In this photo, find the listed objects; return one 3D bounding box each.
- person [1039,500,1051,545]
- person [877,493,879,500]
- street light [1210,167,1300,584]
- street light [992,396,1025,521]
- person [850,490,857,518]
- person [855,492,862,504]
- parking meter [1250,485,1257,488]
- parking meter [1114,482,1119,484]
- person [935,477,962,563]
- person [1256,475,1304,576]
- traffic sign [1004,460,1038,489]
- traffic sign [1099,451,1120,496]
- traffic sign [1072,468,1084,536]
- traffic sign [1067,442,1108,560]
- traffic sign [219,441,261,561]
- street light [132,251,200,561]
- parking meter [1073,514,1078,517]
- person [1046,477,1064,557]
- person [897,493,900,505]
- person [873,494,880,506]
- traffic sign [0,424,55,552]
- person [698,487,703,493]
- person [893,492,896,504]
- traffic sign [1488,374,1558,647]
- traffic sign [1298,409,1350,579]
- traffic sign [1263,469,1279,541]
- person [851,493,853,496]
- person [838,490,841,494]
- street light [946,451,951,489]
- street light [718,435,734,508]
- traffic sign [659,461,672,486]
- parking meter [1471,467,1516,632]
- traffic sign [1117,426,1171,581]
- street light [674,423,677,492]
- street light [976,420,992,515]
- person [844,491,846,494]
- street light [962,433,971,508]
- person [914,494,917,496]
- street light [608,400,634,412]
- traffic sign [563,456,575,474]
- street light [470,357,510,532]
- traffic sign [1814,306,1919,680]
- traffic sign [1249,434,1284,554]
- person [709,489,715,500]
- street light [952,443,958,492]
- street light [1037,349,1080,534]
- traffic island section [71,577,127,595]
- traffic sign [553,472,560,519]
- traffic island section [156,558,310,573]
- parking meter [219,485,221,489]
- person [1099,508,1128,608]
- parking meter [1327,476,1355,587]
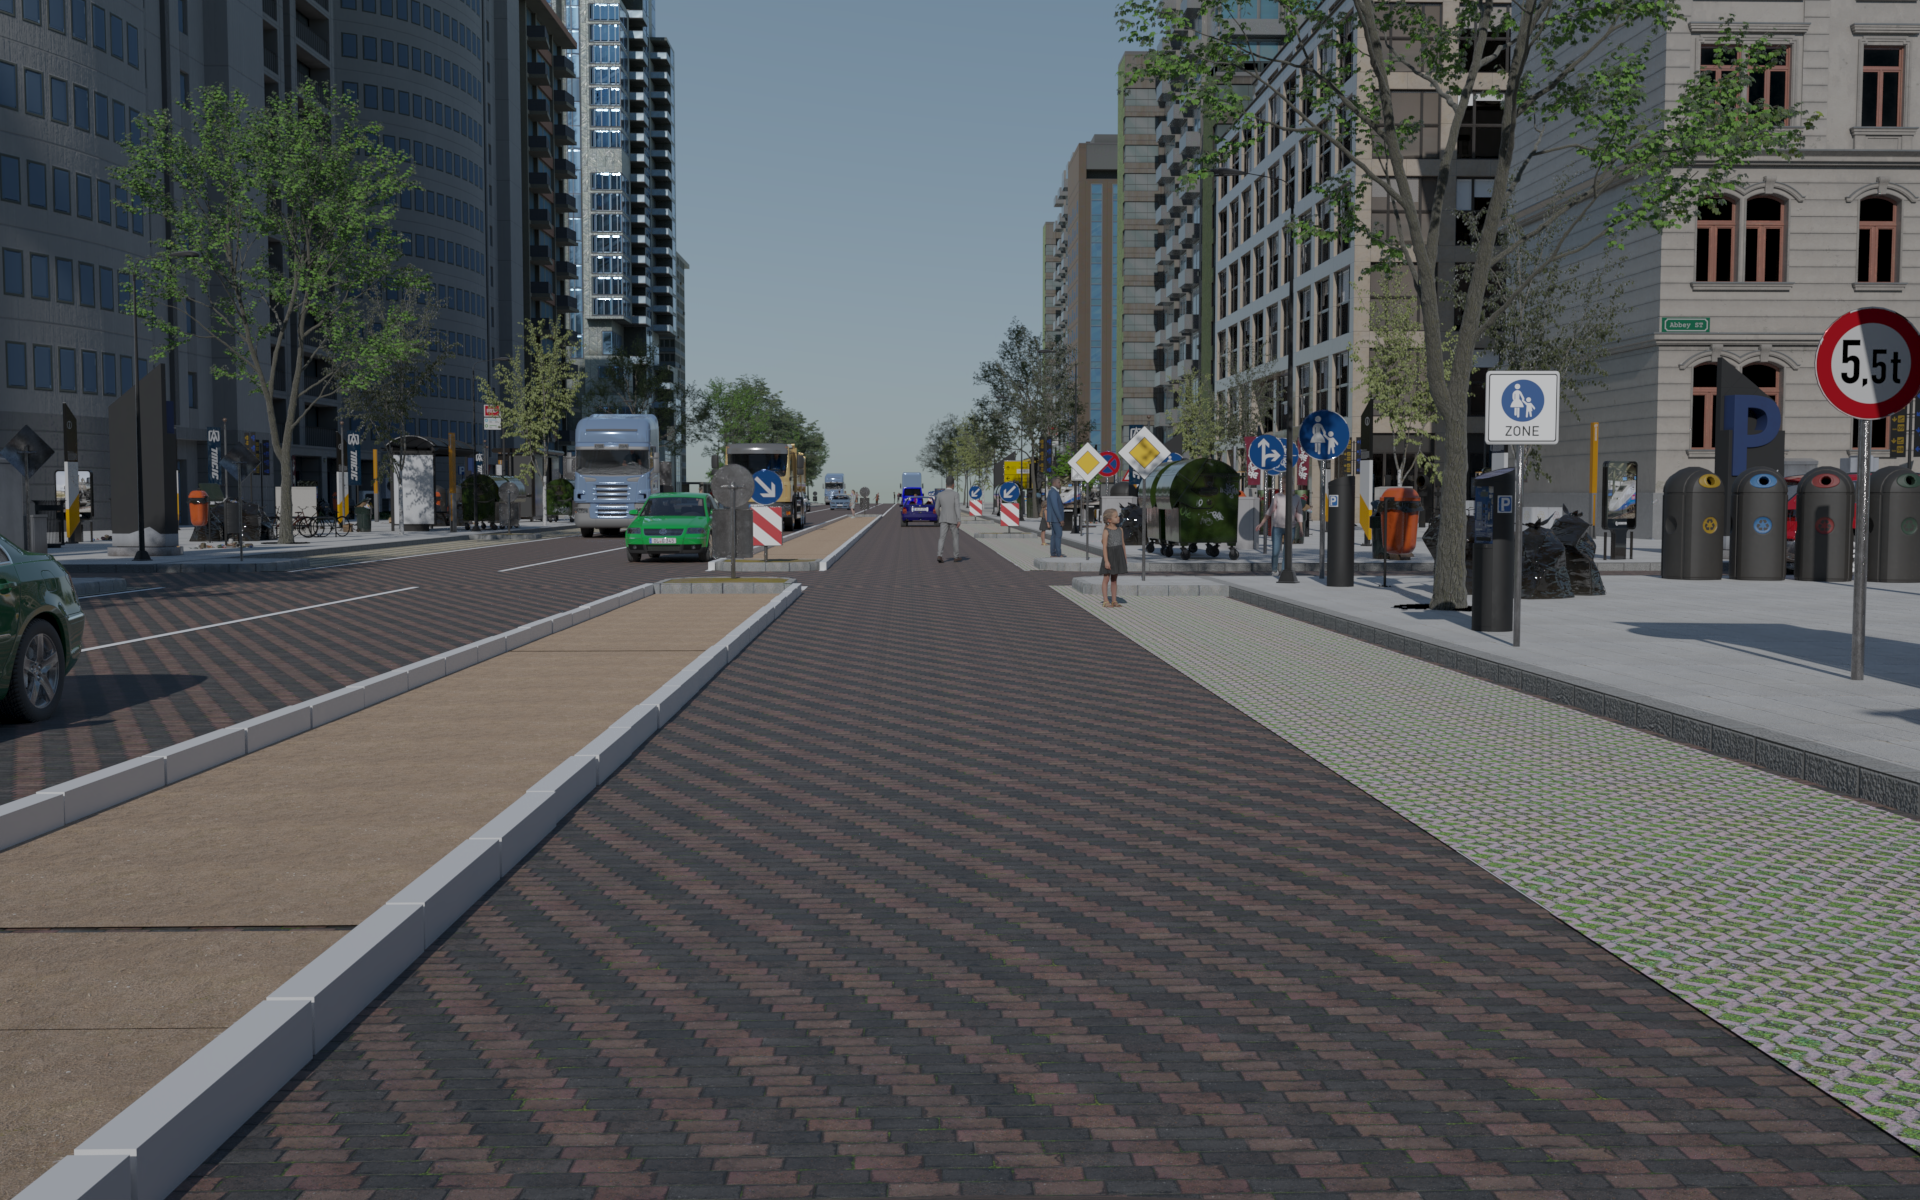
[{"bbox_3d":[2.376,-2.140,48.164,0.373,1.253,0.362,-1,4,-10],"label":"person"},{"bbox_3d":[-11.255,-13.985,238.616,0.415,1.643,0.593,-1,4,-20],"label":"person"},{"bbox_3d":[4.194,-3.197,24.810,1.470,5.913,1.316,0,4,-2],"label":"street light"},{"bbox_3d":[2.386,-6.705,82.163,1.470,5.913,1.316,0,4,-2],"label":"street light"},{"bbox_3d":[-6.332,-5.702,102.726,0.522,1.701,0.512,-2,4,-28],"label":"person"},{"bbox_3d":[-13.561,-13.400,228.303,1.217,1.736,0.721,-1,4,-17],"label":"person"},{"bbox_3d":[14.268,-4.790,84.032,0.255,1.863,0.399,2,4,34],"label":"parking meter"},{"bbox_3d":[7.289,-4.544,80.012,0.399,1.863,0.255,1,4,12],"label":"parking meter"},{"bbox_3d":[-0.242,-1.678,36.211,0.678,1.792,0.850,2,4,24],"label":"person"},{"bbox_3d":[5.152,-1.153,28.030,0.731,1.740,0.598,0,4,1],"label":"person"},{"bbox_3d":[3.762,-6.773,104.609,2.265,3.308,0.079,0,3,0],"label":"traffic sign"},{"bbox_3d":[4.363,-3.130,51.290,0.768,2.556,0.104,0,4,6],"label":"traffic sign"},{"bbox_3d":[3.687,-3.088,52.616,0.606,2.300,0.079,0,4,0],"label":"traffic sign"},{"bbox_3d":[2.464,-1.827,33.507,0.795,2.450,0.064,0,4,-2],"label":"traffic sign"},{"bbox_3d":[-13.723,-1.797,33.031,0.795,2.450,0.064,0,4,-2],"label":"traffic sign"},{"bbox_3d":[-15.209,-3.709,33.189,1.470,5.913,1.316,0,4,-2],"label":"street light"},{"bbox_3d":[6.464,-5.454,97.582,0.372,1.533,0.369,0,3,0],"label":"parking meter"},{"bbox_3d":[2.075,-1.762,37.490,0.419,1.800,0.721,-1,4,-13],"label":"person"},{"bbox_3d":[-8.309,-13.682,233.674,0.415,1.643,0.593,1,4,22],"label":"person"},{"bbox_3d":[-9.761,-11.665,202.485,1.065,1.426,0.557,3,5,40],"label":"person"},{"bbox_3d":[-13.477,-1.309,25.049,0.795,2.450,0.064,0,4,-2],"label":"traffic sign"},{"bbox_3d":[-13.354,-4.949,89.761,0.599,1.781,0.374,-1,4,-11],"label":"person"},{"bbox_3d":[-9.290,-14.580,247.704,0.721,1.723,1.217,0,4,-4],"label":"person"},{"bbox_3d":[4.680,-0.756,14.496,0.606,2.300,0.079,0,4,0],"label":"traffic sign"},{"bbox_3d":[5.492,-1.597,26.210,0.768,2.556,0.104,0,4,3],"label":"traffic sign"},{"bbox_3d":[8.531,-2.880,47.186,0.768,2.556,0.104,0,4,0],"label":"traffic sign"},{"bbox_3d":[-11.858,-11.325,193.534,0.599,1.838,0.709,-2,4,-23],"label":"person"},{"bbox_3d":[-12.917,-10.802,185.119,0.705,1.824,1.348,2,4,27],"label":"person"},{"bbox_3d":[-0.798,-12.984,184.827,1.470,5.913,1.316,0,4,-2],"label":"street light"},{"bbox_3d":[-18.334,-9.959,135.374,1.470,5.913,1.316,0,4,-2],"label":"street light"},{"bbox_3d":[-19.116,-6.988,108.122,2.265,3.308,0.079,0,4,2],"label":"traffic sign"},{"bbox_3d":[4.999,-0.478,16.229,0.372,1.533,0.369,0,3,0],"label":"parking meter"},{"bbox_3d":[2.710,-1.338,25.525,0.795,2.450,0.064,0,4,-2],"label":"traffic sign"},{"bbox_3d":[-17.465,-8.374,109.463,1.470,5.913,1.316,0,4,-2],"label":"street light"},{"bbox_3d":[1.585,-8.283,107.966,1.470,5.913,1.316,0,4,-2],"label":"street light"},{"bbox_3d":[-13.677,-12.102,206.347,0.705,1.826,1.348,-2,4,-25],"label":"person"},{"bbox_3d":[0.929,-9.785,132.527,1.470,5.913,1.316,0,4,-2],"label":"street light"},{"bbox_3d":[-3.043,-6.372,115.903,0.599,1.433,0.991,-1,4,-17],"label":"person"},{"bbox_3d":[-16.797,-6.921,85.697,1.470,5.913,1.316,0,4,-2],"label":"street light"},{"bbox_3d":[-20.120,-6.042,92.665,2.265,3.308,0.079,0,4,5],"label":"traffic sign"},{"bbox_3d":[-15.987,-5.288,58.992,1.470,5.913,1.316,0,4,-2],"label":"street light"},{"bbox_3d":[6.195,-0.720,11.879,0.768,2.556,0.104,0,4,-1],"label":"traffic sign"},{"bbox_3d":[6.552,-2.264,37.120,0.768,2.556,0.104,0,4,-1],"label":"traffic sign"},{"bbox_3d":[-15.804,-6.245,110.572,1.348,1.831,0.705,3,4,39],"label":"person"},{"bbox_3d":[0.143,-11.363,158.330,1.470,5.913,1.316,0,4,-2],"label":"street light"},{"bbox_3d":[3.183,-5.091,55.777,1.470,5.913,1.316,0,4,-2],"label":"street light"},{"bbox_3d":[-13.501,-0.173,25.110,2.009,0.180,2.903,0,4,-2],"label":"traffic island section"},{"bbox_3d":[-20.887,-5.439,89.029,0.768,2.556,0.104,0,4,5],"label":"traffic sign"},{"bbox_3d":[-13.746,-0.661,33.092,2.009,0.180,2.903,0,4,-2],"label":"traffic island section"},{"bbox_3d":[-28.498,-3.703,66.247,0.399,1.863,0.255,-2,4,-35],"label":"parking meter"},{"bbox_3d":[1.947,-0.528,21.806,0.362,1.253,0.373,-2,4,-31],"label":"person"},{"bbox_3d":[5.284,-0.955,24.019,0.372,1.533,0.369,0,3,0],"label":"parking meter"}]
